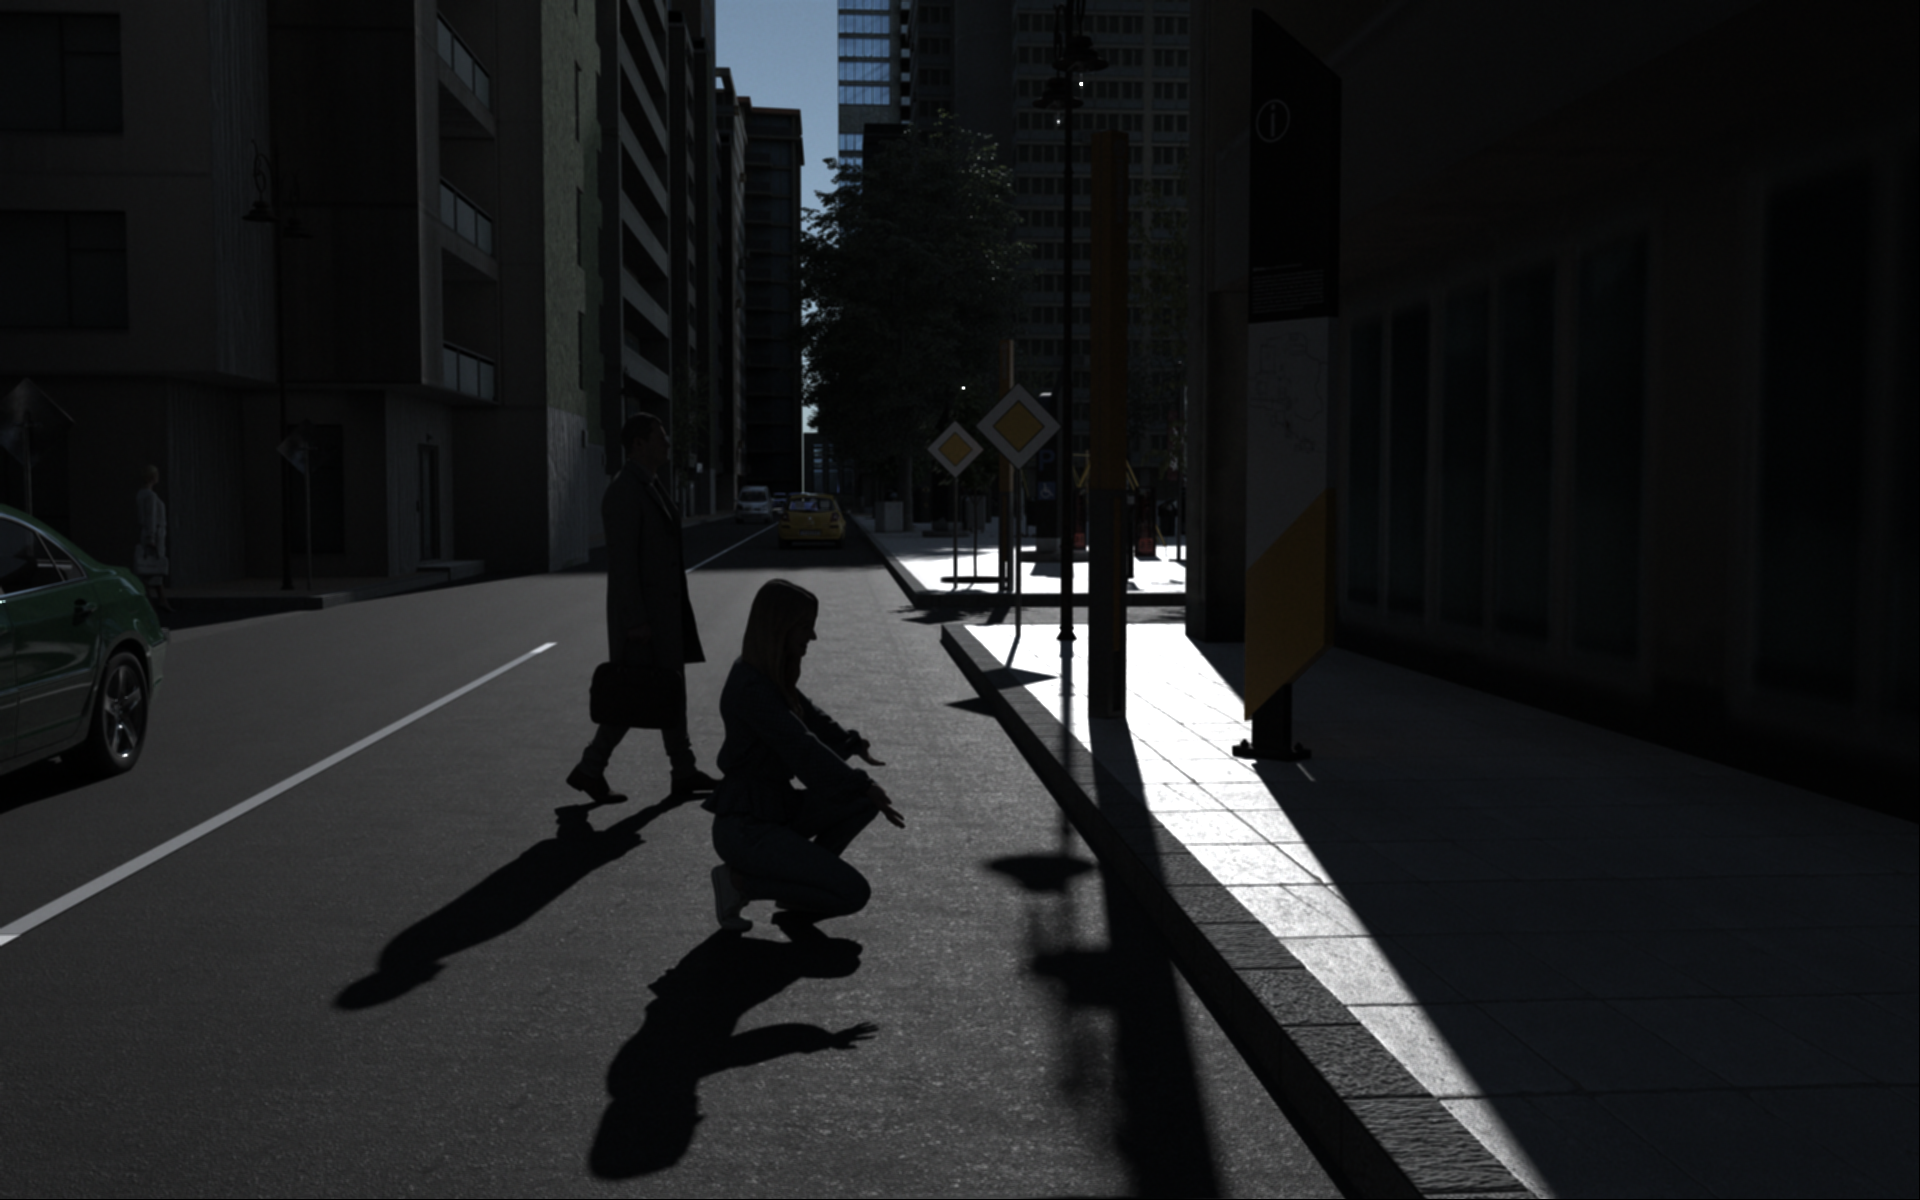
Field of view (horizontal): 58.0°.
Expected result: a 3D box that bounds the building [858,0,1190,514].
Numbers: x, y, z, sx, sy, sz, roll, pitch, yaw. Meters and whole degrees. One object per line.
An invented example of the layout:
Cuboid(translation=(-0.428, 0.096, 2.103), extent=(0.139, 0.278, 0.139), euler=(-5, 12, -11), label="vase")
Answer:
Cuboid(translation=(9.119, -26.185, 120.001), extent=(32.217, 40.220, 23.993), euler=(0, 4, -4), label="building")

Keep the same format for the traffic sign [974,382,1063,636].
Cuboid(translation=(0.523, -0.731, 15.589), extent=(0.795, 2.450, 0.064), euler=(0, 4, -4), label="traffic sign")

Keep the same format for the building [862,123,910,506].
Cuboid(translation=(-0.783, -22.443, 138.636), extent=(14.160, 30.474, 14.107), euler=(0, 4, -4), label="building")

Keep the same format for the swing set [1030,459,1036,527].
Cuboid(translation=(4.898, -4.342, 68.608), extent=(2.862, 2.851, 3.119), euler=(2, 4, 31), label="swing set")

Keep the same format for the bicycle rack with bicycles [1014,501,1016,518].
Cuboid(translation=(3.381, -4.834, 92.415), extent=(2.852, 0.926, 2.925), euler=(2, 4, 30), label="bicycle rack with bicycles")

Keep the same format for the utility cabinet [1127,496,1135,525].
Cuboid(translation=(4.352, -2.149, 46.296), extent=(1.020, 1.237, 0.306), euler=(-2, 4, -24), label="utility cabinet")

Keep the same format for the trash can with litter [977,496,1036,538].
Cuboid(translation=(1.947, -2.487, 51.723), extent=(2.233, 1.210, 1.678), euler=(3, 4, 38), label="trash can with litter")

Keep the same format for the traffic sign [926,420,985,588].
Cuboid(translation=(-0.065, -1.218, 23.553), extent=(0.795, 2.450, 0.064), euler=(0, 4, -4), label="traffic sign")

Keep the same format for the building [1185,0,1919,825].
Cuboid(translation=(13.444, -23.298, 4.625), extent=(21.300, 48.544, 21.600), euler=(0, 4, -4), label="building")

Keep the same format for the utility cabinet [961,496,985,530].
Cuboid(translation=(0.392, -3.118, 62.144), extent=(1.020, 1.237, 0.306), euler=(0, 4, 7), label="utility cabinet")

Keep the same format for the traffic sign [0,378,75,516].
Cuboid(translation=(-8.050, -0.693, 14.979), extent=(0.795, 2.450, 0.064), euler=(0, 4, -4), label="traffic sign")

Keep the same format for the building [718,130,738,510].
Cuboid(translation=(-24.578, -22.063, 132.434), extent=(14.160, 30.474, 14.107), euler=(0, 4, -4), label="building")

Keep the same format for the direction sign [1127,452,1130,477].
Cuboid(translation=(9.022, -6.232, 93.892), extent=(0.379, 3.537, 0.876), euler=(-1, 4, -19), label="direction sign")

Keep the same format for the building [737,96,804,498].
Cuboid(translation=(-31.626, -32.771, 190.431), extent=(28.867, 44.769, 22.147), euler=(0, 4, -4), label="building")

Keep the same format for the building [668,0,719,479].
Cuboid(translation=(-23.961, -28.603, 117.776), extent=(14.600, 45.320, 14.200), euler=(0, 4, -4), label="building")

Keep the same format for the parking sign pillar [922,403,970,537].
Cuboid(translation=(-0.414, -3.870, 51.749), extent=(1.447, 3.967, 1.447), euler=(-1, 4, -23), label="parking sign pillar")

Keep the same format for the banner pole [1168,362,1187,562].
Cuboid(translation=(4.303, -2.636, 33.118), extent=(0.401, 3.779, 0.863), euler=(2, 4, 34), label="banner pole")

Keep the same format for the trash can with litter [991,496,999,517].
Cuboid(translation=(1.916, -5.281, 97.738), extent=(0.624, 1.170, 1.055), euler=(3, 4, 38), label="trash can with litter")

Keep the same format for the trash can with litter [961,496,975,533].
Cuboid(translation=(0.331, -2.852, 57.690), extent=(1.678, 1.210, 2.233), euler=(1, 4, 8), label="trash can with litter")

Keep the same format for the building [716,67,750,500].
Cuboid(translation=(-31.261, -28.364, 155.632), extent=(23.993, 40.220, 32.217), euler=(0, 4, -4), label="building")

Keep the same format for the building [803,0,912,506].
Cuboid(translation=(-1.822, -53.783, 192.015), extent=(31.000, 86.520, 22.319), euler=(0, 4, -4), label="building")

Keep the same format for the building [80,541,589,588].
Cuboid(translation=(-14.354, -21.069, 28.067), extent=(14.154, 41.232, 14.086), euler=(0, 4, -4), label="building")

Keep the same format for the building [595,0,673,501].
Cuboid(translation=(-24.405, -27.607, 75.073), extent=(21.300, 48.544, 21.600), euler=(0, 4, -4), label="building")

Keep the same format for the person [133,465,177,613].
Cuboid(translation=(-9.698, -0.723, 20.672), extent=(0.624, 1.780, 0.694), euler=(-2, 4, -29), label="person")

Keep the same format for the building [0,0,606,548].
Cuboid(translation=(-18.442, -22.402, 49.870), extent=(14.154, 41.232, 14.086), euler=(0, 4, -4), label="building")

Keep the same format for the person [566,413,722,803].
Cuboid(translation=(-1.452, 0.029, 8.131), extent=(0.767, 1.812, 0.694), euler=(0, 4, -1), label="person")

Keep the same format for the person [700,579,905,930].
Cuboid(translation=(-0.478, 0.497, 5.880), extent=(0.738, 1.151, 1.012), euler=(0, 4, 7), label="person")

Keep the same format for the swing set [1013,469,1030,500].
Cuboid(translation=(3.633, -4.916, 77.999), extent=(3.119, 2.851, 2.862), euler=(3, 4, 37), label="swing set")

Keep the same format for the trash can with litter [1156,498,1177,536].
Cuboid(translation=(6.052, -2.511, 52.435), extent=(1.055, 1.170, 0.624), euler=(3, 4, 36), label="trash can with litter")

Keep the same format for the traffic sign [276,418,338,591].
Cuboid(translation=(-8.638, -1.180, 22.942), extent=(0.795, 2.450, 0.064), euler=(0, 4, -4), label="traffic sign")

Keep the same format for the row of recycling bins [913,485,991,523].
Cuboid(translation=(-0.355, -4.288, 77.214), extent=(3.534, 1.692, 1.069), euler=(0, 4, 2), label="row of recycling bins")

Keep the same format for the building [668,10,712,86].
Cuboid(translation=(-22.357, -20.335, 104.182), extent=(14.160, 30.474, 14.107), euler=(0, 4, -4), label="building")

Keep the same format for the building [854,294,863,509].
Cuboid(translation=(4.135, -19.312, 160.793), extent=(27.650, 21.520, 28.899), euler=(0, 4, -4), label="building")

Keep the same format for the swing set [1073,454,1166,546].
Cuboid(translation=(3.714, -2.821, 43.751), extent=(2.862, 2.851, 3.119), euler=(0, 4, 3), label="swing set")

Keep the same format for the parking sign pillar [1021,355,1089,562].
Cuboid(translation=(1.810, -2.727, 33.064), extent=(1.447, 3.967, 1.447), euler=(1, 4, 17), label="parking sign pillar")
